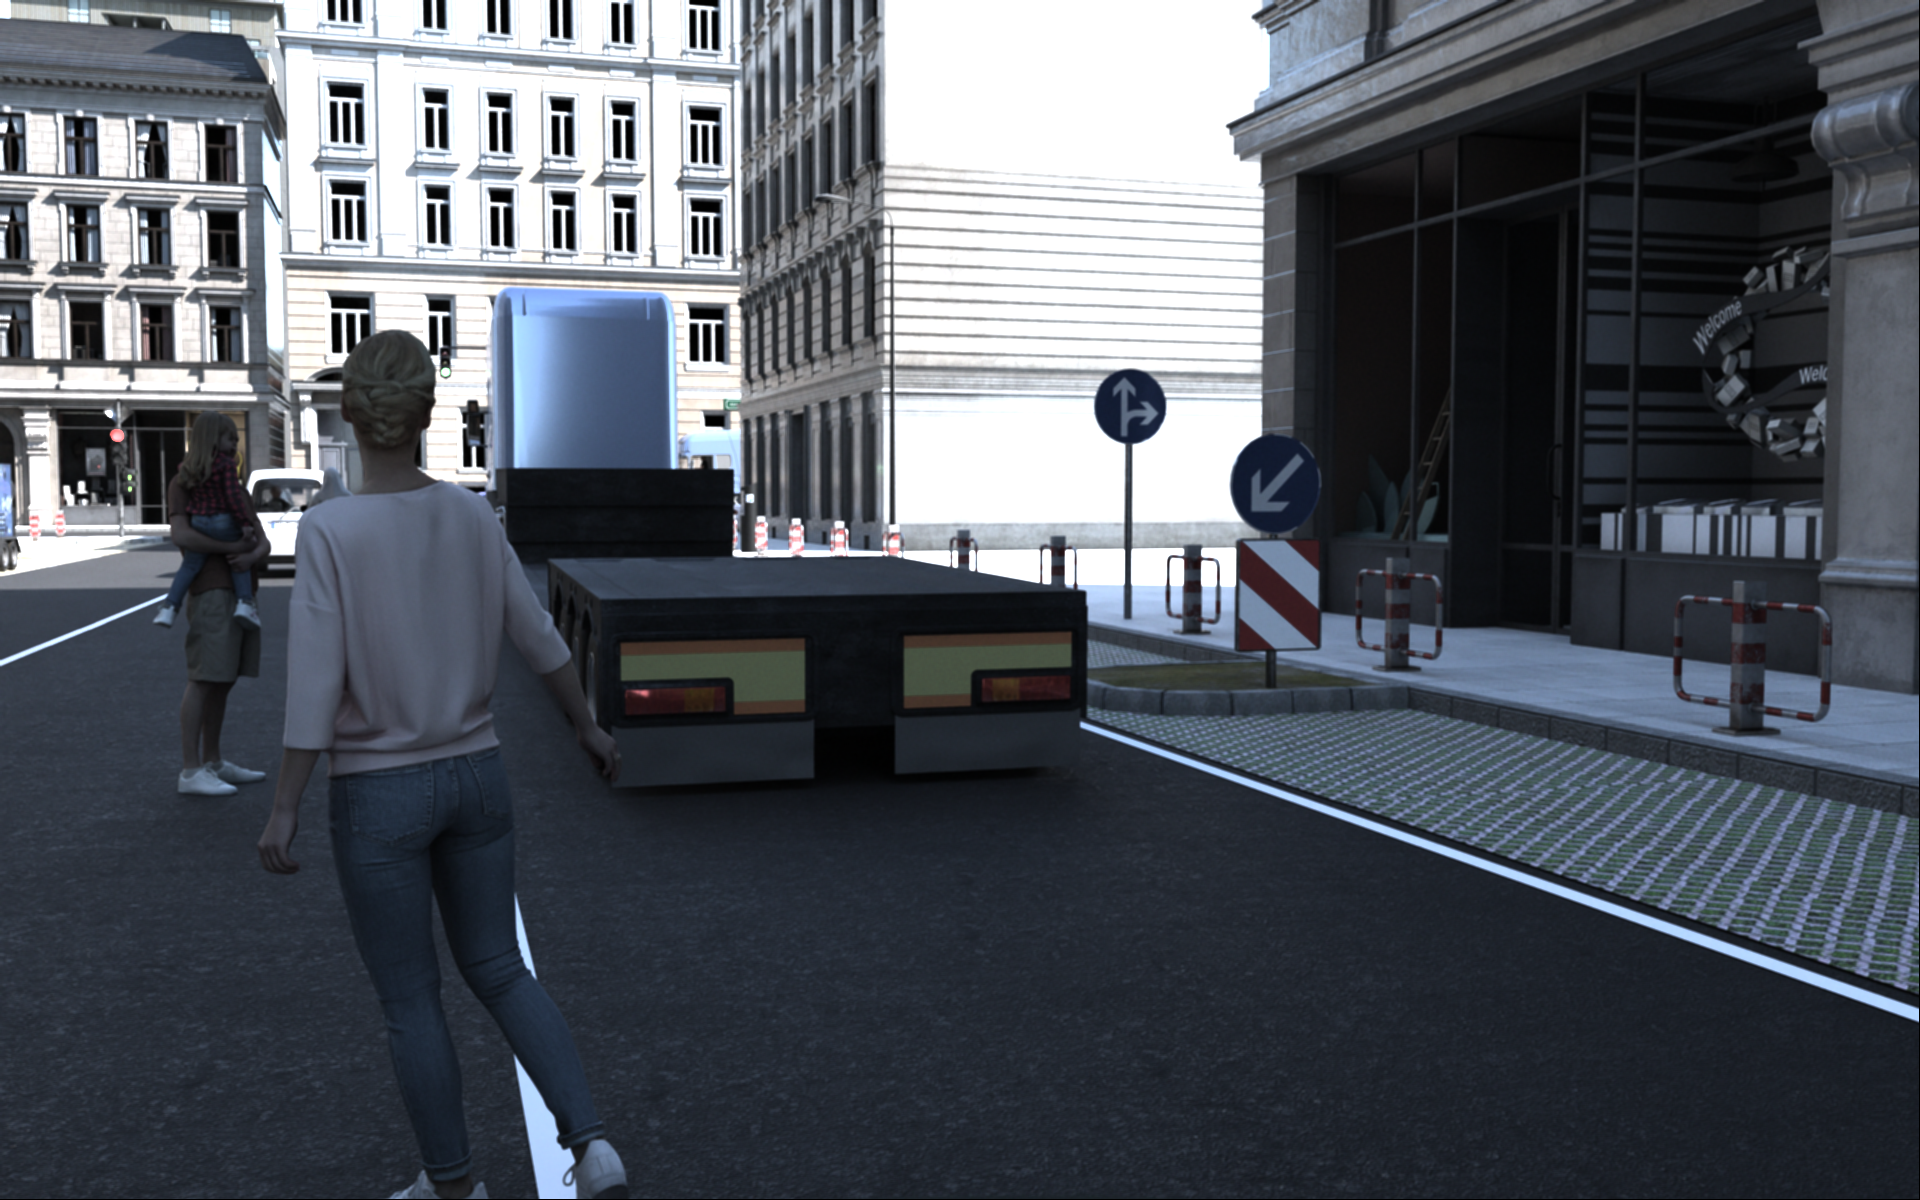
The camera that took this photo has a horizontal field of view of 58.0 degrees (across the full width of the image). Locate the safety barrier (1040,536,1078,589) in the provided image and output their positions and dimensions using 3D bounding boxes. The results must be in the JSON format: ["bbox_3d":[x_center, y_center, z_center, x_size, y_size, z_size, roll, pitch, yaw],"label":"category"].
[{"bbox_3d":[1.087,-0.302,19.211,0.300,0.817,1.120,-1,4,-17],"label":"safety barrier"}]

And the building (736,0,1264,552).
[{"bbox_3d":[0.086,-12.132,47.503,9.793,20.994,18.267,-1,4,-17],"label":"building"}]

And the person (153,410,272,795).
[{"bbox_3d":[-3.597,0.006,8.369,0.573,1.828,0.580,-3,4,-38],"label":"person"}]

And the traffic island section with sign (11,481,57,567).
[{"bbox_3d":[-19.053,-1.564,34.207,1.989,1.847,2.006,-1,4,-17],"label":"traffic island section with sign"}]

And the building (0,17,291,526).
[{"bbox_3d":[-48.399,-13.318,68.665,40.483,20.767,10.553,-1,4,-17],"label":"building"}]

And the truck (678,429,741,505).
[{"bbox_3d":[-3.092,-5.028,71.966,18.799,4.110,2.967,-1,4,-19],"label":"truck"}]

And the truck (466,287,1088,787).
[{"bbox_3d":[-3.227,-1.683,17.276,2.967,4.110,18.799,-1,4,-17],"label":"truck"}]

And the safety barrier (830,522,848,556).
[{"bbox_3d":[-2.037,-0.911,29.175,0.300,0.817,1.120,-1,4,-17],"label":"safety barrier"}]

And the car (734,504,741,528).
[{"bbox_3d":[-6.170,-3.069,62.532,4.827,1.381,2.083,-1,4,-16],"label":"car"}]

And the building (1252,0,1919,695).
[{"bbox_3d":[7.899,-10.279,18.976,10.553,20.767,40.483,-1,4,-17],"label":"building"}]

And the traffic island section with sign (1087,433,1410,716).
[{"bbox_3d":[1.749,-0.212,12.088,1.989,1.847,2.006,-1,4,-17],"label":"traffic island section with sign"}]

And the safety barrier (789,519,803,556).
[{"bbox_3d":[-3.077,-1.114,32.491,0.300,0.817,1.120,-1,4,-17],"label":"safety barrier"}]

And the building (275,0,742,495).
[{"bbox_3d":[-19.696,-17.874,78.138,20.117,28.700,13.634,-1,4,-17],"label":"building"}]

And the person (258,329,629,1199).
[{"bbox_3d":[-0.890,0.357,3.341,0.598,1.740,0.731,2,4,25],"label":"person"}]

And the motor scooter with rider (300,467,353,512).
[{"bbox_3d":[-6.969,-0.644,19.499,0.876,1.779,1.986,-1,4,-16],"label":"motor scooter with rider"}]

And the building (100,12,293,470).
[{"bbox_3d":[-66.425,-28.647,151.971,14.154,41.232,14.086,-1,4,-17],"label":"building"}]

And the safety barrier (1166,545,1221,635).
[{"bbox_3d":[2.132,-0.099,15.893,0.300,0.817,1.120,-1,4,-17],"label":"safety barrier"}]

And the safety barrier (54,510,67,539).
[{"bbox_3d":[-25.860,-2.172,49.782,0.300,0.817,1.120,-1,4,-17],"label":"safety barrier"}]

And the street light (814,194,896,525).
[{"bbox_3d":[-1.583,-3.342,27.178,1.470,5.913,1.316,-1,4,-17],"label":"street light"}]

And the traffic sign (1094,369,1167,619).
[{"bbox_3d":[1.726,-1.078,17.735,0.768,2.556,0.104,-1,4,-11],"label":"traffic sign"}]

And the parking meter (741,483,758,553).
[{"bbox_3d":[-4.618,-1.807,37.956,0.372,1.533,0.369,0,3,0],"label":"parking meter"}]

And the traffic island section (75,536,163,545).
[{"bbox_3d":[-24.565,-1.740,50.727,2.009,0.180,2.903,-1,4,-17],"label":"traffic island section"}]

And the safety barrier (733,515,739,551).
[{"bbox_3d":[-5.162,-1.520,39.126,0.300,0.817,1.120,-1,4,-17],"label":"safety barrier"}]

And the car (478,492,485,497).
[{"bbox_3d":[-13.697,-2.534,51.027,1.945,1.707,3.694,-1,4,-18],"label":"car"}]

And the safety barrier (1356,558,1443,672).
[{"bbox_3d":[3.176,0.104,12.574,0.300,0.817,1.120,-1,4,-17],"label":"safety barrier"}]

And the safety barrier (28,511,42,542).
[{"bbox_3d":[-24.815,-1.968,46.455,0.300,0.817,1.120,-1,4,-17],"label":"safety barrier"}]

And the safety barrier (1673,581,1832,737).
[{"bbox_3d":[4.213,0.307,9.258,0.300,0.817,1.120,-1,4,-17],"label":"safety barrier"}]

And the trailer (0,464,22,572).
[{"bbox_3d":[-18.073,-1.474,31.144,1.471,1.999,3.904,-1,4,-15],"label":"trailer"}]

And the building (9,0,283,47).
[{"bbox_3d":[-84.344,-36.272,182.290,27.495,52.752,28.713,-1,4,-17],"label":"building"}]

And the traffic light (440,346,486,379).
[{"bbox_3d":[-13.652,-4.845,53.876,4.771,5.953,1.251,-1,4,-17],"label":"traffic light"}]

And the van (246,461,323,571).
[{"bbox_3d":[-11.938,-1.474,31.114,2.013,2.044,4.112,-1,4,-18],"label":"van"}]

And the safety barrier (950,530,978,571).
[{"bbox_3d":[0.047,-0.505,22.537,0.300,0.817,1.120,-1,4,-17],"label":"safety barrier"}]

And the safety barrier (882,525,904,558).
[{"bbox_3d":[-0.999,-0.709,25.860,0.300,0.817,1.120,-1,4,-17],"label":"safety barrier"}]

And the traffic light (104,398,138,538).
[{"bbox_3d":[-24.523,-3.773,50.604,0.839,4.253,0.868,-1,4,-17],"label":"traffic light"}]

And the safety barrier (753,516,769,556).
[{"bbox_3d":[-4.117,-1.317,35.806,0.300,0.817,1.120,-1,4,-17],"label":"safety barrier"}]
